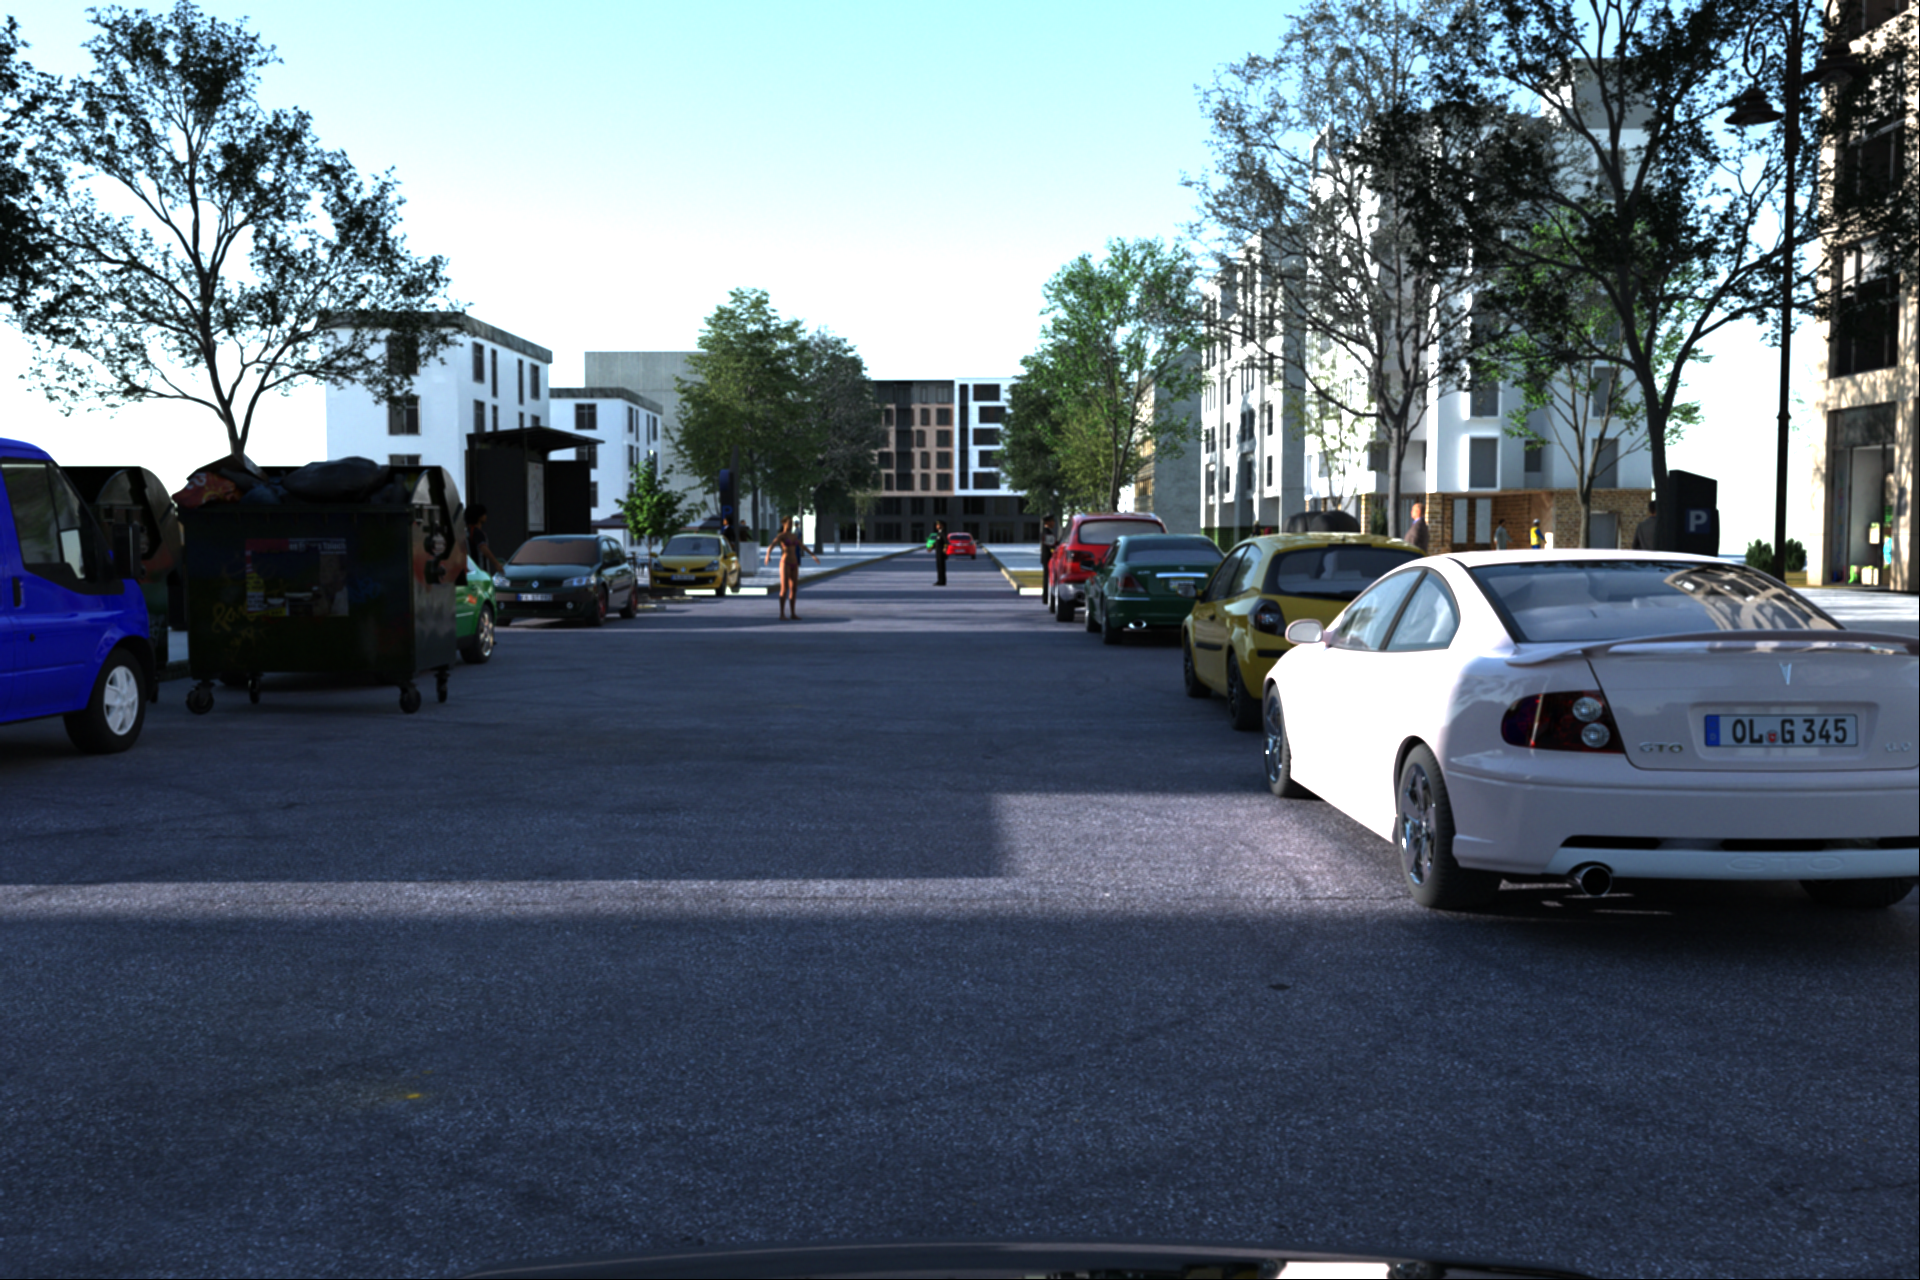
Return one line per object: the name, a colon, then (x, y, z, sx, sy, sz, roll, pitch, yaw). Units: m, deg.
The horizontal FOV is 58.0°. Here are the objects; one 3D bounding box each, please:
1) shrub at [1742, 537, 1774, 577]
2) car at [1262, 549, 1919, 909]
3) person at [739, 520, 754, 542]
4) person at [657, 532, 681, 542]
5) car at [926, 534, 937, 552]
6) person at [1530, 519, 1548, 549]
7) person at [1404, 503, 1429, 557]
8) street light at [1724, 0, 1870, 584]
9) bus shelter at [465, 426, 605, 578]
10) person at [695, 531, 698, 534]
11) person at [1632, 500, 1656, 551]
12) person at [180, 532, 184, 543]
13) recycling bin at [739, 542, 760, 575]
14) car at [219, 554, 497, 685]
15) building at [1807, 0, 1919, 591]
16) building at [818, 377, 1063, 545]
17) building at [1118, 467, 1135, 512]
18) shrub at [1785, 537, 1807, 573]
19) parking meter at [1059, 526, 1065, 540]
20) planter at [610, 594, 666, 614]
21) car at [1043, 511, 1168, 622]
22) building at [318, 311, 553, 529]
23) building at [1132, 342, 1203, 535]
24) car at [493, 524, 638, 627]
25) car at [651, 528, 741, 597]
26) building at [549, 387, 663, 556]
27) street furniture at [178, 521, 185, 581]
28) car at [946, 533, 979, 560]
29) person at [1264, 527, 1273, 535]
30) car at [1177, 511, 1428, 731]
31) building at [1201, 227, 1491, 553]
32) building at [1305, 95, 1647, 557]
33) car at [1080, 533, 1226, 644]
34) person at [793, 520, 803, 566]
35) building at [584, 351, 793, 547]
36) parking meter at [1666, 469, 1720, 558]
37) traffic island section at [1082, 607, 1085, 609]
shrub: (20.873, -2.086, 45.229, 1.383, 1.207, 1.383, 0, 3, 0)
car: (2.654, 0.266, 8.013, 2.083, 1.381, 4.827, 0, 4, -1)
person: (-8.113, -3.595, 64.919, 0.704, 1.812, 1.346, 2, 4, 24)
person: (-12.690, -4.287, 76.218, 1.348, 1.813, 0.705, -2, 4, -35)
car: (-1.748, -8.030, 140.089, 1.959, 1.807, 4.718, 0, 4, 0)
person: (21.474, -3.576, 64.439, 0.705, 1.833, 1.349, 0, 4, -7)
person: (7.073, -1.246, 26.967, 0.434, 1.755, 0.990, 1, 4, 23)
street light: (6.741, -2.529, 14.131, 0.468, 5.910, 1.993, 0, 4, 1)
bus shelter: (-9.884, -3.027, 40.770, 1.731, 3.624, 6.357, 0, 4, 1)
person: (-12.152, -4.309, 79.721, 0.991, 1.433, 0.599, 0, 4, 5)
person: (9.827, -1.075, 24.154, 0.750, 1.759, 0.617, 0, 4, -4)
person: (-14.502, -1.547, 31.377, 1.344, 1.819, 0.704, -1, 4, -12)
recycling bin: (-6.731, -2.581, 54.754, 0.722, 1.027, 0.722, 0, 4, 2)
car: (-6.144, -0.554, 17.859, 1.959, 1.807, 4.718, 0, 4, 0)
building: (29.251, -13.423, 22.662, 19.351, 26.588, 34.151, 0, 4, 1)
building: (-2.399, -23.952, 238.044, 32.646, 21.610, 27.936, 0, 4, 2)
building: (24.851, -16.419, 210.603, 9.099, 9.664, 28.070, 0, 3, 0)
shrub: (27.666, -2.843, 57.602, 1.383, 1.207, 1.383, 0, 3, 0)
parking meter: (3.216, -2.723, 52.936, 0.372, 1.533, 0.369, 0, 3, 0)
planter: (-6.537, -0.671, 32.110, 1.991, 0.319, 1.994, 0, 4, 1)
car: (2.597, -1.295, 29.844, 2.281, 1.827, 5.304, 0, 4, 1)
building: (-23.172, -8.397, 79.438, 9.099, 9.664, 28.070, 0, 4, 1)
building: (27.420, -20.838, 171.635, 19.493, 23.208, 18.063, 0, 3, 0)
car: (-6.384, -1.119, 28.075, 2.009, 1.686, 4.222, 0, 4, 0)
car: (-6.224, -1.875, 40.878, 2.015, 1.641, 3.980, 0, 3, 0)
building: (-23.926, -10.463, 113.213, 9.099, 9.664, 28.070, 0, 4, -1)
street furniture: (-21.407, -2.596, 49.293, 9.812, 1.723, 11.010, 0, 4, -4)
car: (-0.014, -5.424, 97.719, 2.155, 1.783, 4.494, 0, 4, 0)
person: (6.674, -1.705, 37.089, 0.599, 1.438, 0.989, 1, 4, 14)
car: (2.832, -0.234, 14.050, 2.015, 1.641, 3.980, 0, 4, 0)
building: (25.688, -14.803, 108.484, 16.747, 18.905, 31.486, 0, 4, 0)
building: (21.563, -13.744, 81.133, 16.016, 20.090, 11.380, 0, 4, 0)
car: (2.762, -0.742, 23.937, 2.131, 1.459, 4.920, 0, 4, 0)
person: (-6.540, -3.877, 69.246, 0.705, 1.847, 1.347, 1, 4, 19)
building: (-27.757, -19.370, 183.150, 16.747, 18.905, 31.486, 0, 4, 0)
parking meter: (6.647, -0.613, 15.731, 0.399, 1.863, 0.255, 0, 4, 0)
traffic island section: (3.238, -0.678, 33.944, 1.991, 0.108, 1.994, 0, 4, 1)
